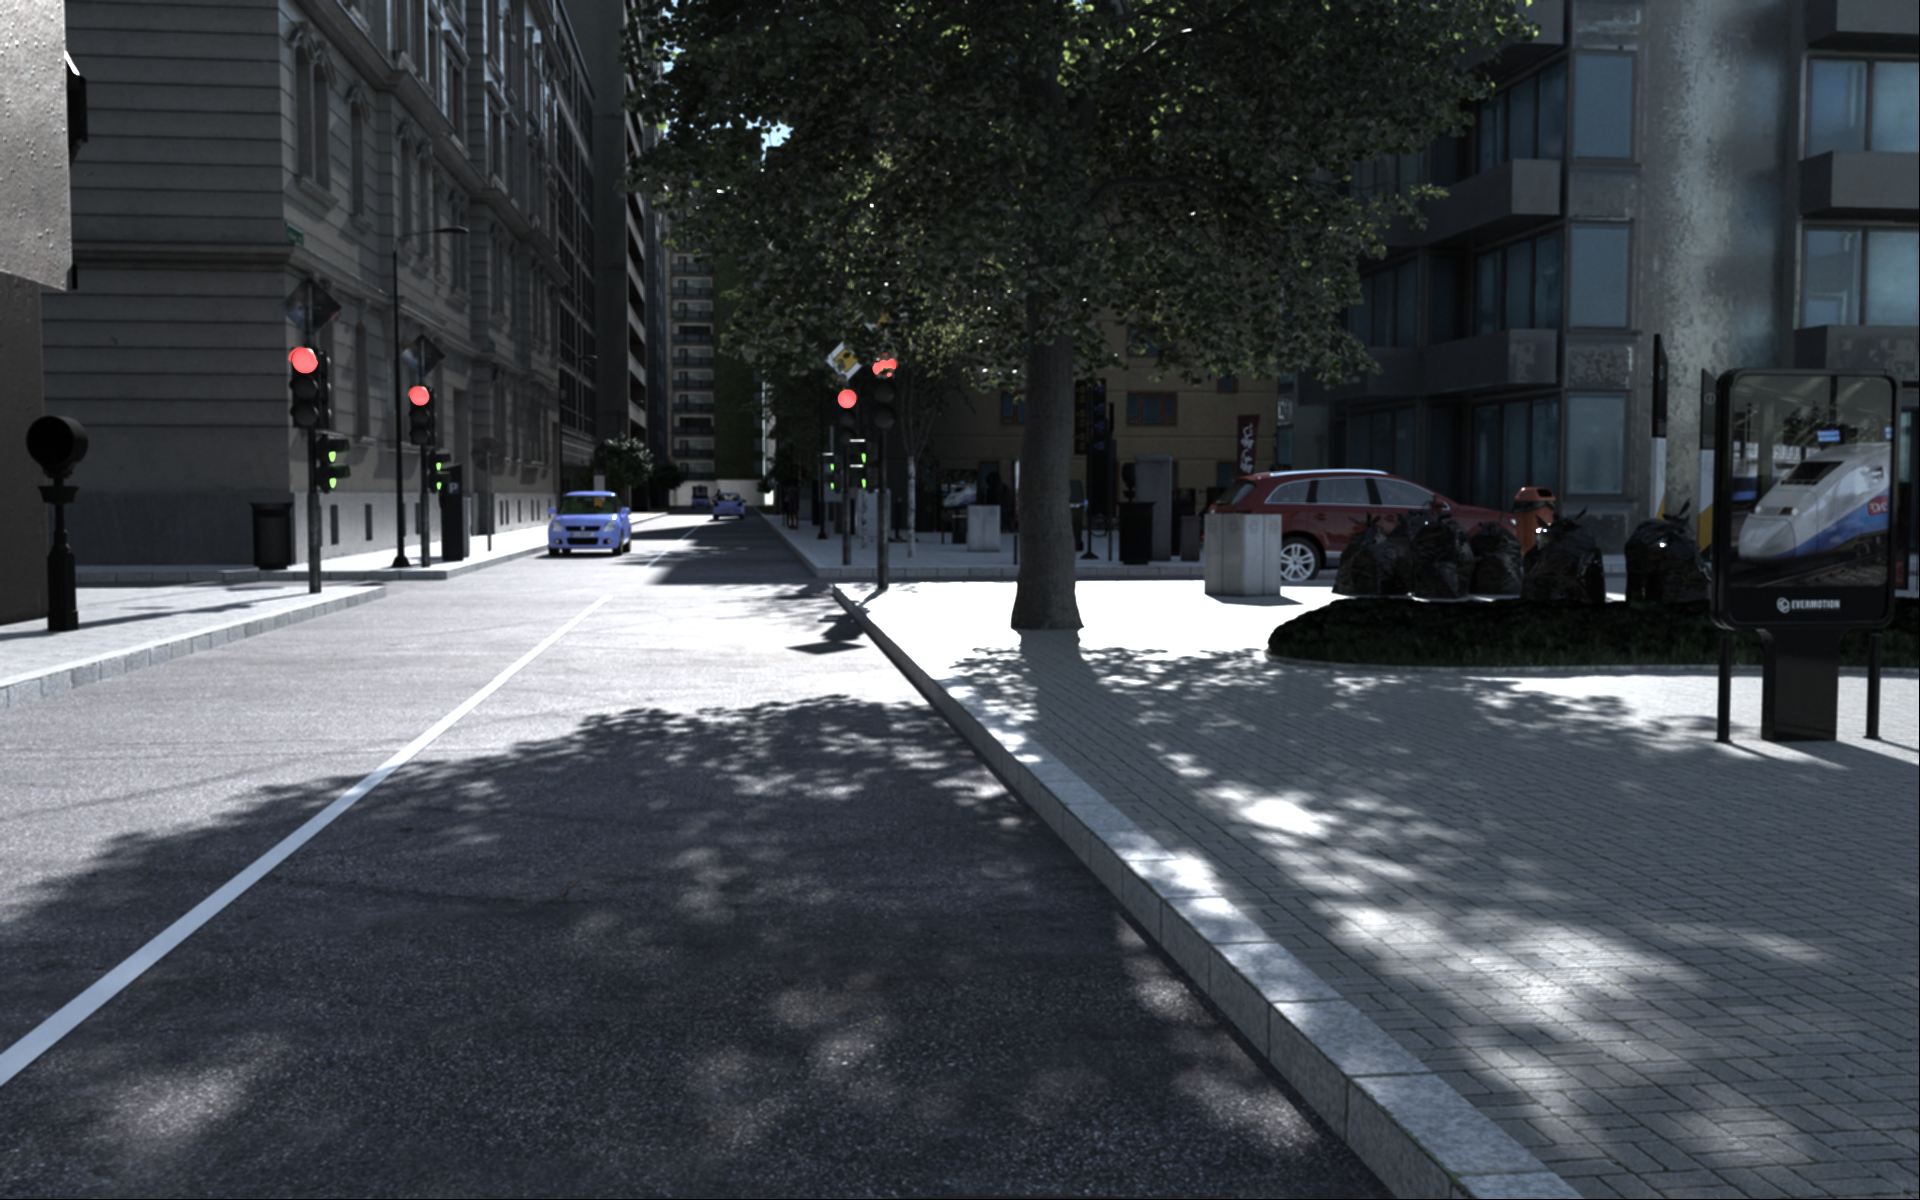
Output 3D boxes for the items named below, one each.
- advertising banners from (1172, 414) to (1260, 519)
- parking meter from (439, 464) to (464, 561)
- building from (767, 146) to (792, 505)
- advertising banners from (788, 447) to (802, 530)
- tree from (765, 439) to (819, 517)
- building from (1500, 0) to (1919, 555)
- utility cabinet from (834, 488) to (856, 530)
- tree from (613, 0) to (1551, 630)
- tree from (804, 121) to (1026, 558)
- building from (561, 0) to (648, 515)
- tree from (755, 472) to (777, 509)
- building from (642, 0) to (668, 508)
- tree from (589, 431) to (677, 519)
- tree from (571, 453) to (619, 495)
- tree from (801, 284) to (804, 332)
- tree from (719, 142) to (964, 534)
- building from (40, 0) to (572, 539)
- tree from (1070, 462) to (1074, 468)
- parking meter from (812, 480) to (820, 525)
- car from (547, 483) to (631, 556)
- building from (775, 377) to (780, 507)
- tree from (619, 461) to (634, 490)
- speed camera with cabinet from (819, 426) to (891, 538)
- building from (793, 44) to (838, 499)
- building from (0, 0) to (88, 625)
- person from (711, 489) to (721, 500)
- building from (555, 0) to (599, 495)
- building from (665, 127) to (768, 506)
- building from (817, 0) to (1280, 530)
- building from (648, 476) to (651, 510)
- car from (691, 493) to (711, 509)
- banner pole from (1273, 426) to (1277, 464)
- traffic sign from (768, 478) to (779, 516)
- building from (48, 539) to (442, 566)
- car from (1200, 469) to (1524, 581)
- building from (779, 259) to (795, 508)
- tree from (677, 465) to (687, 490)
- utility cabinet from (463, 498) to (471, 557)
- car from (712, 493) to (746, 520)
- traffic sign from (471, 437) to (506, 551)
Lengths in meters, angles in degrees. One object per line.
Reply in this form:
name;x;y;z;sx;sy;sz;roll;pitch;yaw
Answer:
advertising banners;5.710;-2.599;38.676;2.074;3.025;0.090;2;4;32
parking meter;-9.756;-1.681;33.200;0.399;1.863;0.255;-2;4;-33
building;-15.333;-31.446;197.740;14.086;41.232;14.154;0;4;-7
advertising banners;-5.942;-4.056;62.500;0.090;3.025;2.074;-1;4;-18
tree;-9.179;-6.941;97.192;4.285;4.588;4.351;0;3;0
building;24.018;-26.067;45.811;30.456;49.044;23.786;0;4;-7
utility cabinet;-3.882;-3.168;60.476;0.318;1.500;1.173;3;5;43
tree;0.902;-6.711;16.378;9.857;13.997;8.962;0;3;0
tree;-0.741;-5.162;34.765;4.360;8.622;3.978;0;3;0
building;-32.059;-29.952;113.419;21.300;48.544;21.600;0;4;-7
tree;-18.865;-10.602;167.950;1.663;3.219;1.824;0;3;0
building;-39.076;-44.511;166.003;20.611;71.187;20.563;0;4;-7
tree;-17.427;-6.467;89.452;4.285;4.588;4.351;0;3;0
tree;-17.177;-5.281;80.946;1.663;3.219;1.824;0;3;0
tree;-2.083;-5.541;40.966;4.360;8.622;3.978;0;3;0
tree;-3.755;-8.406;55.567;7.486;12.596;7.792;0;3;0
building;-22.293;-16.929;64.186;14.401;28.519;23.554;0;4;-7
tree;2.495;-3.427;50.635;1.663;3.219;1.824;0;3;0
parking meter;-5.909;-3.998;71.071;0.255;1.863;0.399;1;4;9
car;-8.817;-1.941;41.326;1.945;1.707;3.694;0;4;-6
building;-3.761;-19.731;167.637;27.650;21.520;28.899;0;4;-7
tree;-16.780;-5.440;83.551;1.663;3.219;1.824;0;3;0
speed camera with cabinet;-3.081;-3.441;50.604;2.038;3.252;0.660;-1;4;-11
building;-4.075;-21.028;115.504;14.160;30.474;14.107;0;4;-7
building;-17.116;-8.799;11.320;16.811;18.784;16.820;0;4;-7
person;-20.944;-8.697;150.321;1.348;1.869;0.705;1;4;20
building;-26.559;-18.011;87.988;14.314;27.812;24.014;0;4;-7
building;-29.324;-31.347;196.109;14.086;41.232;14.154;0;4;-7
building;8.040;-14.228;77.670;27.650;21.520;28.899;0;4;-7
building;-41.187;-27.155;135.872;32.217;40.220;23.993;0;4;-7
car;-25.614;-9.892;171.331;1.945;1.707;3.694;0;4;-7
banner pole;11.529;-4.479;63.242;0.401;3.779;0.863;2;4;24
traffic sign;-10.769;-6.153;100.705;0.768;2.556;0.104;0;4;-5
building;-19.625;-15.501;40.825;14.401;28.519;23.554;0;4;-7
car;6.507;-1.154;27.542;5.304;1.827;2.281;0;4;-6
building;-0.007;-17.952;138.556;27.650;21.520;28.899;0;4;-7
tree;-26.100;-10.446;154.499;4.285;4.588;4.351;0;3;0
utility cabinet;-10.193;-1.491;35.533;0.306;1.237;1.020;-1;4;-13
car;-13.107;-5.422;98.236;1.945;1.707;3.694;0;4;-6
traffic sign;-10.571;-2.369;38.843;0.768;2.556;0.104;0;4;-1
